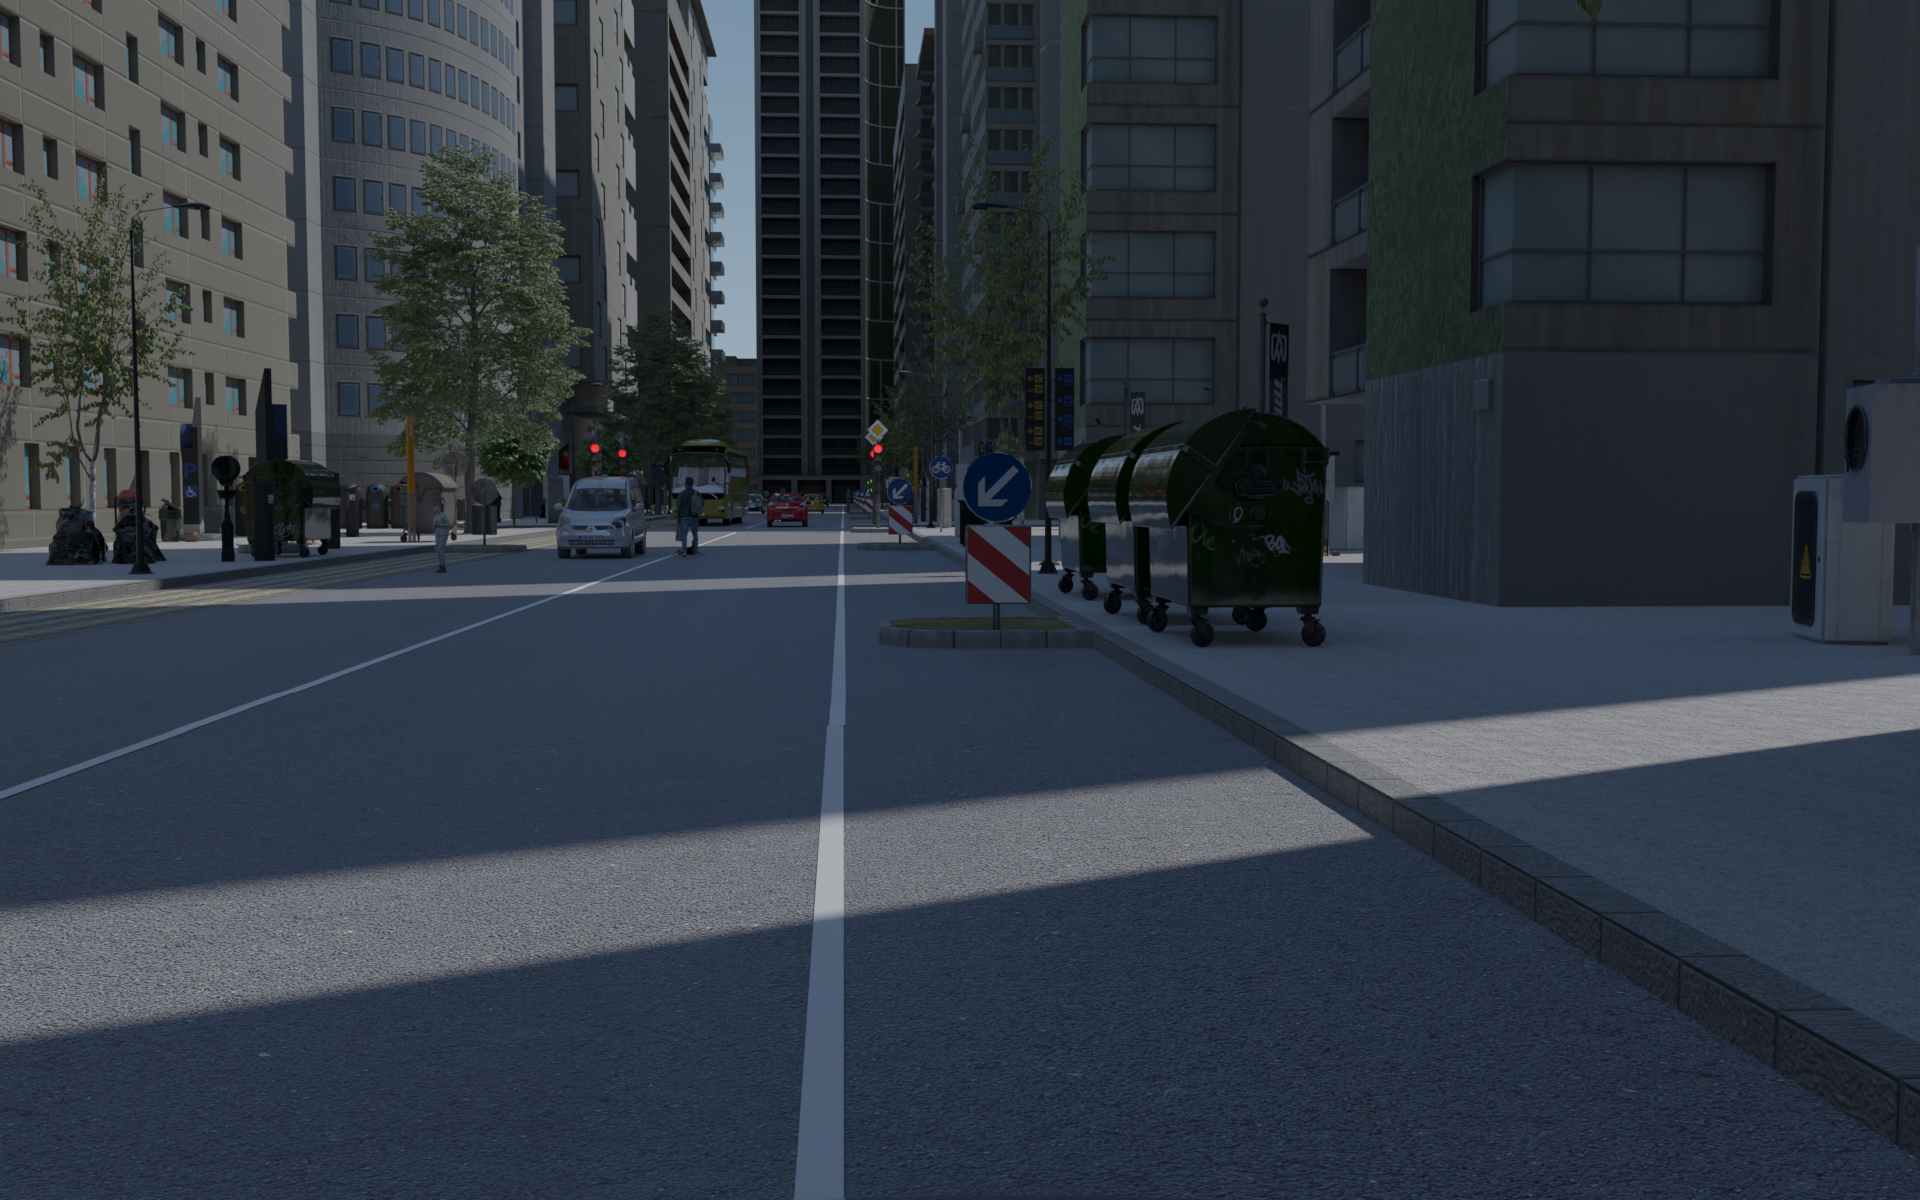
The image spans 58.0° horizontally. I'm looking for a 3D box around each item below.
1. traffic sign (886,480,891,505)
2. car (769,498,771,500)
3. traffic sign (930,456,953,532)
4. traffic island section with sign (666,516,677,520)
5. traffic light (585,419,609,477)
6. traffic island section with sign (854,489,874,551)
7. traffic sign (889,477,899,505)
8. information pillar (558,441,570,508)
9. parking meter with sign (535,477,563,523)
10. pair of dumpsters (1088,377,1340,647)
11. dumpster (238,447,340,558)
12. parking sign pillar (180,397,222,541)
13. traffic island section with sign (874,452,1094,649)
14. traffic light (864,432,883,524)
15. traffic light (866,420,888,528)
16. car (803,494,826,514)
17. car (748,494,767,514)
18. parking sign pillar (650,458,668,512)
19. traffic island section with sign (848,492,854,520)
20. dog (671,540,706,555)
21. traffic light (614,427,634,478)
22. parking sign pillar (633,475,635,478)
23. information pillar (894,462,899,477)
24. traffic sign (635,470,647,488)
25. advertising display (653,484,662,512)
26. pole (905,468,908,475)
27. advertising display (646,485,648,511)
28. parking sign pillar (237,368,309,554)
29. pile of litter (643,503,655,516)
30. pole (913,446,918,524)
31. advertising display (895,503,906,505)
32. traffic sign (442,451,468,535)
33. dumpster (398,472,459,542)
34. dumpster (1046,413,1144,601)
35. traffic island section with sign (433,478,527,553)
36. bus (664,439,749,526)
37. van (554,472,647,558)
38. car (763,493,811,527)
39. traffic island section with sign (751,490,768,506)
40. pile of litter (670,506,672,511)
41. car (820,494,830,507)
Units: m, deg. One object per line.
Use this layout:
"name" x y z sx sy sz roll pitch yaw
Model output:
"traffic sign" -4.842 -7.221 120.187 0.606 2.300 0.079 0 4 5
"car" -17.184 -9.475 165.146 2.015 1.641 3.980 0 4 -3
"traffic sign" -0.628 -3.528 57.784 0.768 2.556 0.104 0 4 4
"traffic island section with sign" -15.460 -5.425 97.321 1.989 1.847 2.006 0 4 -4
"traffic light" -13.553 -4.632 64.652 0.839 4.253 0.868 0 4 -4
"traffic island section with sign" -1.679 -2.213 44.807 1.989 1.847 2.006 0 4 -4
"traffic sign" -3.950 -6.210 103.659 0.606 2.300 0.079 0 4 2
"information pillar" -17.564 -5.231 76.875 0.504 3.616 0.183 -2 4 -26
"parking meter with sign" -17.797 -4.885 76.136 1.738 3.016 0.543 -1 4 -20
"pair of dumpsters" 2.302 -0.855 16.475 1.574 2.255 4.437 0 4 -4
"dumpster" -13.720 -2.016 35.452 1.502 2.255 1.985 0 4 -4
"parking sign pillar" -21.095 -3.616 47.599 1.447 3.967 1.447 -1 4 -19
"traffic island section with sign" 0.195 -0.514 17.025 1.989 1.847 2.006 0 4 -4
"traffic light" -3.652 -5.163 73.335 0.839 4.253 0.868 0 4 -4
"traffic light" -3.116 -4.676 65.368 0.839 4.253 0.868 0 4 -4
"car" -10.888 -7.192 127.808 2.015 1.641 3.980 0 4 -5
"car" -15.194 -7.055 127.153 2.131 1.459 4.920 0 4 -5
"parking sign pillar" -21.657 -8.346 124.925 1.447 3.967 1.447 1 4 13
"traffic island section with sign" -5.255 -5.466 97.996 1.989 1.847 2.006 0 4 -4
"dog" -6.384 -1.254 40.695 0.748 0.427 0.550 3 5 42
"traffic light" -14.089 -5.119 72.619 0.839 4.253 0.868 0 4 -4
"parking sign pillar" -27.930 -9.678 146.701 1.447 3.967 1.447 -2 4 -24
"information pillar" -4.834 -8.436 129.282 0.183 3.616 0.504 0 4 7
"traffic sign" -17.496 -5.785 94.590 0.884 2.594 0.081 0 4 3
"advertising display" -19.383 -6.470 111.004 0.123 1.923 0.974 1 4 14
"pole" -4.193 -8.731 136.590 0.158 3.312 0.155 0 3 0
"advertising display" -21.492 -6.948 118.819 0.123 1.923 0.974 -1 4 -10
"parking sign pillar" -15.020 -3.015 37.768 1.447 3.967 1.447 -2 4 -31
"pile of litter" -18.561 -5.383 101.982 1.176 0.858 1.719 3 4 36
"pole" -1.902 -4.919 74.276 0.158 3.312 0.155 0 3 0
"advertising display" -3.591 -6.149 105.751 0.974 1.923 0.123 2 4 33
"traffic sign" -14.883 -3.115 51.030 0.768 2.556 0.104 0 4 2
"dumpster" -14.347 -2.505 46.722 1.264 1.857 1.865 0 4 -4
"dumpster" 1.920 -1.167 21.579 1.502 2.255 1.985 0 4 -4
"traffic island section with sign" -11.796 -2.088 42.769 1.989 1.847 2.006 0 4 -4
"bus" -11.699 -5.505 81.549 2.896 3.916 12.252 0 4 -2
"van" -8.250 -2.018 40.005 2.013 2.044 4.112 0 4 -4
"car" -7.628 -4.123 76.443 2.155 1.783 4.494 0 4 -6
"traffic island section with sign" -20.641 -10.133 174.303 1.989 1.847 2.006 0 4 -4
"pile of litter" -23.900 -7.907 143.238 1.719 0.858 1.176 0 4 3
"car" -16.074 -11.680 200.752 2.009 1.686 4.222 0 4 -3
